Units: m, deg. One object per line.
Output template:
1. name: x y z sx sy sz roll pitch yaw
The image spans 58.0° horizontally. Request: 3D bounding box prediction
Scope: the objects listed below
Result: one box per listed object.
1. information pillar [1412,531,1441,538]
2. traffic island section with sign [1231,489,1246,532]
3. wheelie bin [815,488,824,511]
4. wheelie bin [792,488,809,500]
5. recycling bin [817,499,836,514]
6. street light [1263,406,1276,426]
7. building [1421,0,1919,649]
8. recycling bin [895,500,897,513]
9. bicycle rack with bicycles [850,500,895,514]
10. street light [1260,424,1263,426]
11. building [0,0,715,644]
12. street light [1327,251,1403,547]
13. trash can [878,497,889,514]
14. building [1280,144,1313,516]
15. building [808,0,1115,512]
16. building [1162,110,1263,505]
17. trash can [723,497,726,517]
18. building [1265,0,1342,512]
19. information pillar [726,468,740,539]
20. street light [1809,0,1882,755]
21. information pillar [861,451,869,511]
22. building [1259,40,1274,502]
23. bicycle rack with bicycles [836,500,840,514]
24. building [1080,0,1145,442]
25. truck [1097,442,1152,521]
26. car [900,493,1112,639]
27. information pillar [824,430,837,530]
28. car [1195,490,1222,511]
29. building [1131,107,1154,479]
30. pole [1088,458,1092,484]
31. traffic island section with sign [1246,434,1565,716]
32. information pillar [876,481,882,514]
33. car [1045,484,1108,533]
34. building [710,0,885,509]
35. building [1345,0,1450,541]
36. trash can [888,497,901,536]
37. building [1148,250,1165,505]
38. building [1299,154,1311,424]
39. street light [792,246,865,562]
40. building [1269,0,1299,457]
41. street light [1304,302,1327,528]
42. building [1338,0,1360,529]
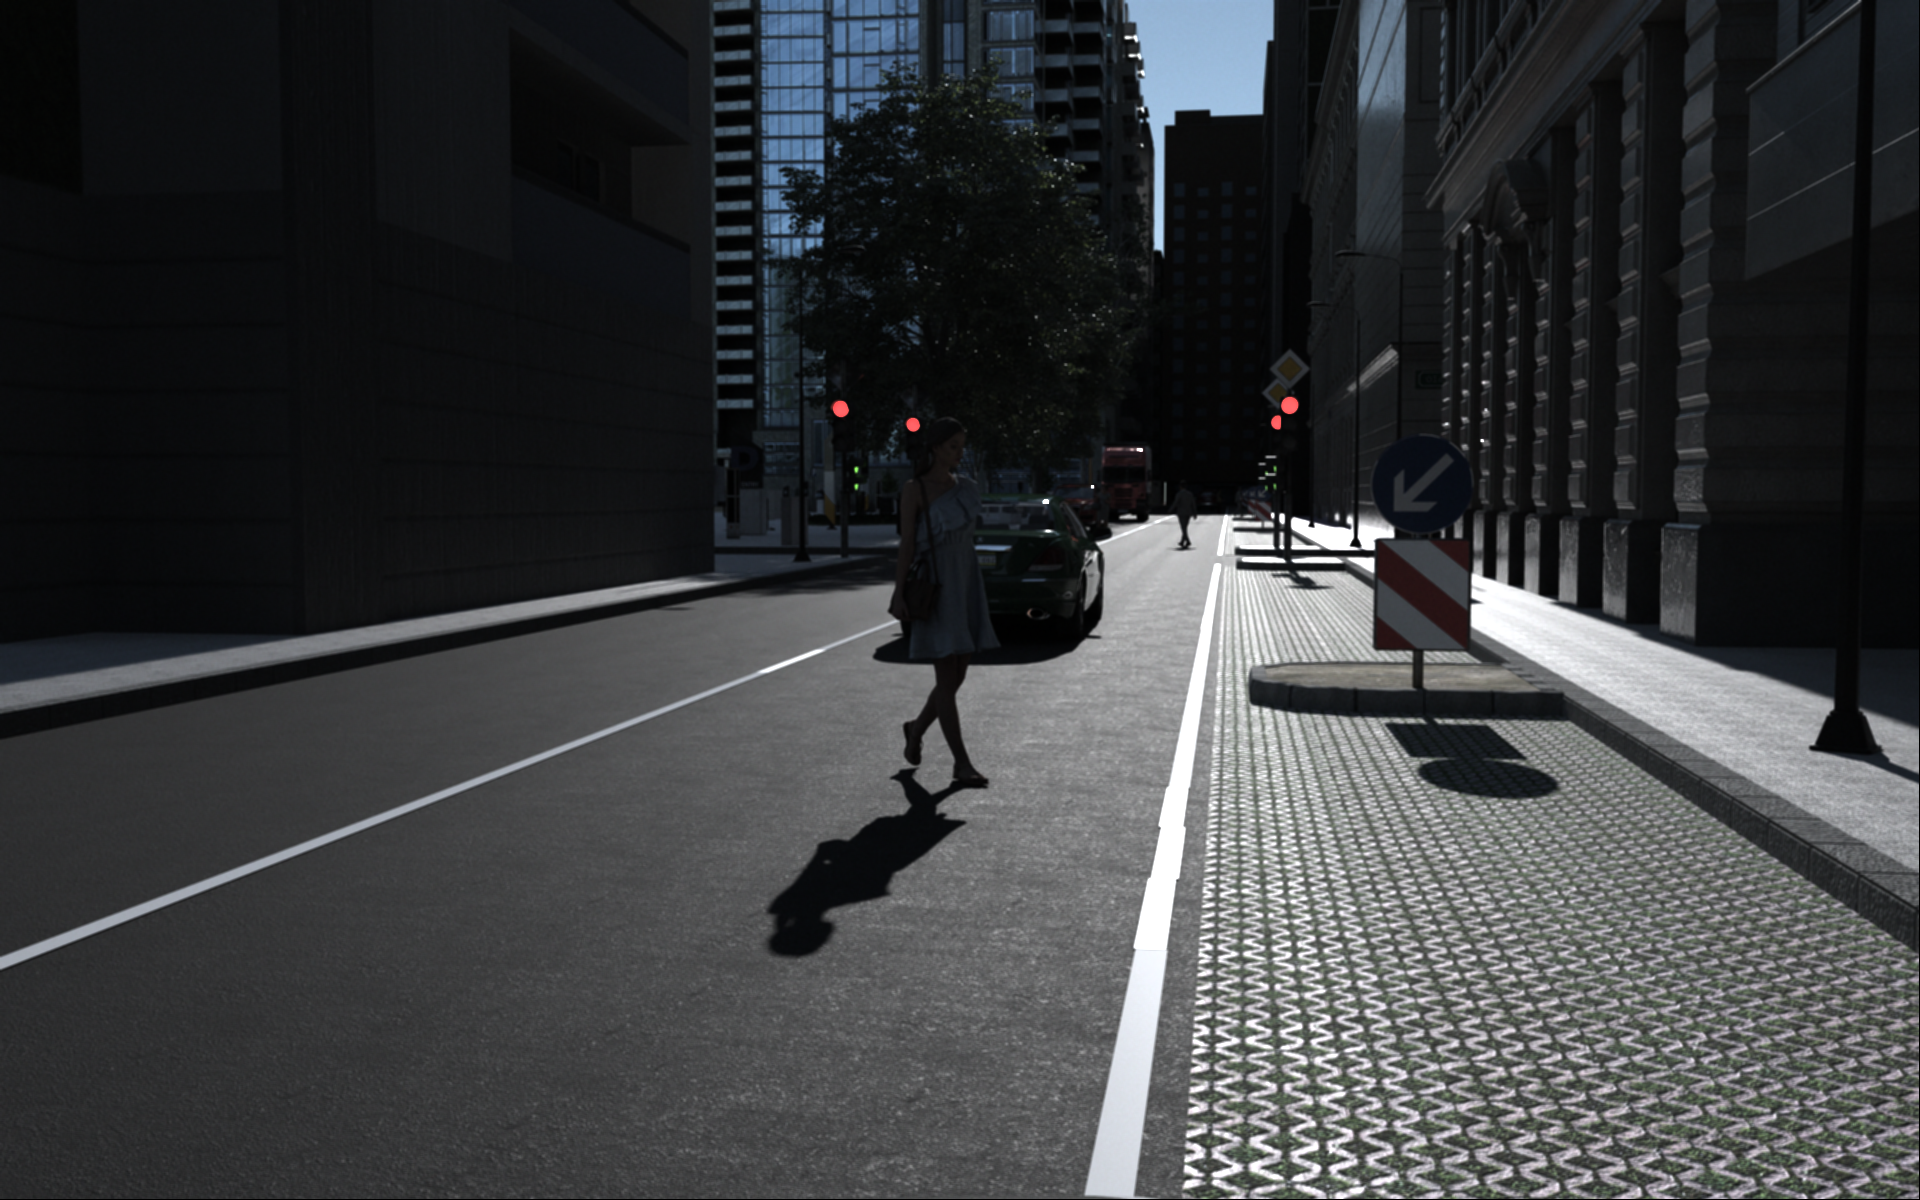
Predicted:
1. information pillar: 6.489 -1.198 24.077 0.304 2.012 0.304 3 5 45
2. traffic island section with sign: 11.440 -3.512 66.056 1.989 1.847 2.006 1 4 9
3. wheelie bin: -6.920 -4.833 86.931 0.693 1.594 0.980 0 4 3
4. wheelie bin: -8.379 -5.091 91.151 0.980 1.594 0.693 1 4 11
5. recycling bin: -6.357 -4.274 82.438 0.722 1.027 0.722 -2 4 -27
6. street light: 16.878 -7.262 91.279 1.470 5.913 1.316 1 4 9
7. building: 12.330 -11.826 22.230 11.050 23.489 19.941 1 4 9
8. recycling bin: -3.284 -5.138 96.554 0.722 1.027 0.722 0 4 -2
9. bicycle rack with bicycles: -4.985 -5.468 102.790 2.925 0.926 2.852 1 4 11
10. street light: 20.669 -8.740 115.441 1.470 5.913 1.316 1 4 9
11. building: -18.572 -29.511 24.511 28.212 58.520 21.231 1 4 9
12. street light: 7.862 -3.709 33.182 1.470 5.913 1.316 1 4 9
13. trash can: -3.534 -4.332 82.482 0.748 1.137 0.748 0 3 0
14. building: 26.327 -16.942 106.683 12.332 23.373 15.834 1 4 9
15. building: 1.210 -50.137 132.416 22.319 86.520 31.000 1 4 9
16. building: 31.459 -33.927 204.819 14.200 45.320 14.600 1 4 9
17. trash can: -12.695 -5.097 94.984 0.748 1.137 0.748 0 3 0
18. building: 33.530 -42.190 128.057 20.563 71.187 20.611 1 4 9
19. information pillar: -6.518 -2.768 49.744 0.304 2.012 0.304 1 4 16
20. street light: 3.914 -2.206 8.610 1.470 5.913 1.316 1 4 9
21. information pillar: -5.038 -6.111 91.270 0.504 3.616 0.183 -3 5 -41
22. building: 41.849 -33.860 177.316 21.300 48.544 21.600 1 4 9
23. bicycle rack with bicycles: -7.666 -5.933 110.384 2.925 0.926 2.852 2 4 30
24. building: 5.821 -33.289 163.883 23.786 49.044 30.456 1 4 9
25. truck: 9.208 -6.532 95.708 2.839 4.237 11.283 0 4 7
26. car: 0.533 -0.420 18.659 2.131 1.459 4.920 1 4 9
27. information pillar: -4.709 -4.367 62.750 0.504 3.616 0.183 3 5 39
28. car: 21.100 -8.468 147.117 2.281 1.827 5.304 1 4 8
29. building: 13.679 -30.733 186.080 14.086 41.232 14.154 1 4 9
30. pole: 7.119 -6.165 94.641 0.158 3.312 0.155 0 3 0
31. traffic island section with sign: 3.048 -0.217 12.174 1.989 1.847 2.006 1 4 9
32. information pillar: -4.383 -5.463 93.811 0.304 2.012 0.304 0 4 7
33. car: 4.355 -3.428 64.717 2.281 1.827 5.304 1 4 11
34. building: -23.380 -53.413 185.967 31.000 86.520 22.319 1 4 9
35. building: 32.811 -16.419 44.862 44.131 29.872 17.030 1 4 9
36. trash can: -1.638 -2.522 52.894 0.748 1.137 0.748 0 3 0
37. building: 17.470 -26.650 207.420 14.107 30.474 14.160 1 4 9
38. building: 23.570 -15.431 88.455 11.583 22.565 21.152 1 4 9
39. street light: -2.465 -3.676 32.638 1.470 5.913 1.316 1 4 9
40. building: 38.123 -37.335 152.431 21.231 58.520 28.212 1 4 9
41. street light: 9.080 -4.248 41.994 1.470 5.913 1.316 1 4 9
42. building: 20.092 -14.136 67.276 11.583 22.565 21.152 1 4 9
